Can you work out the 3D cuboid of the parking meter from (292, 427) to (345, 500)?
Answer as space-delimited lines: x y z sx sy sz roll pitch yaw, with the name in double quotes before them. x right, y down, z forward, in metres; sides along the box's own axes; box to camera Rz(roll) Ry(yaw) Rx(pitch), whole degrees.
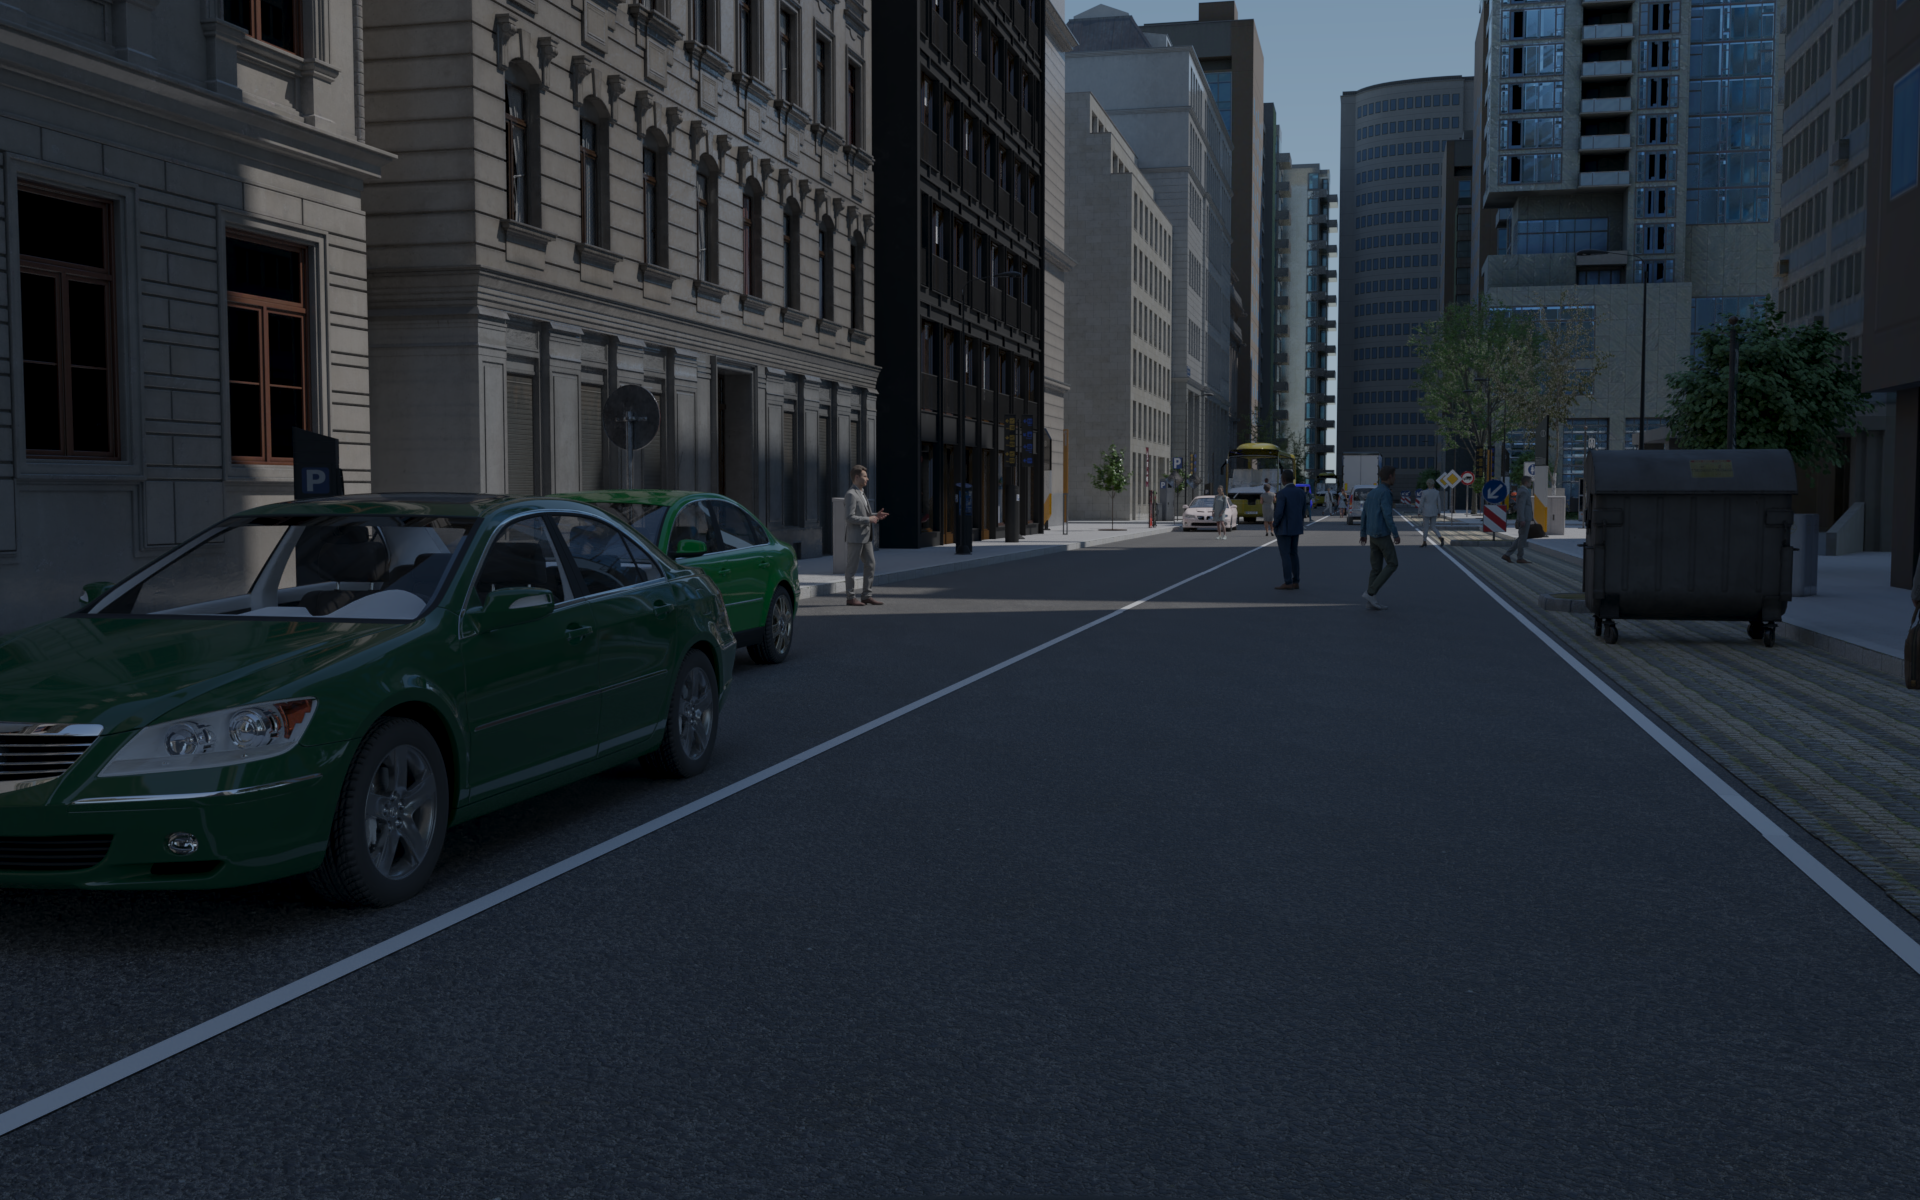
"parking meter" -5.605 -0.579 15.175 0.399 1.863 0.255 -1 4 -13

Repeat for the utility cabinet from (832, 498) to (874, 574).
"utility cabinet" -1.727 -1.044 28.235 0.306 1.237 1.020 1 4 21

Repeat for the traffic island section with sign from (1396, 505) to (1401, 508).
"traffic island section with sign" 45.537 -10.279 176.688 1.989 1.847 2.006 1 4 13

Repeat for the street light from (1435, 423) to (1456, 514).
"street light" 31.932 -8.640 113.802 1.470 5.913 1.316 1 4 13

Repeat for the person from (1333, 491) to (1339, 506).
"person" 37.620 -10.011 172.900 1.217 1.735 0.721 -2 4 -28

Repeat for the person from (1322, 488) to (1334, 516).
"person" 24.161 -6.441 113.695 0.514 1.842 0.818 -3 5 -43

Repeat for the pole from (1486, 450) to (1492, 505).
"pole" 24.367 -5.254 79.743 0.158 3.312 0.155 0 3 0

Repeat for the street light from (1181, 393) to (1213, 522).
"street light" 10.989 -6.577 80.075 1.470 5.913 1.316 1 4 13

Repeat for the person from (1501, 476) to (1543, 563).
"person" 11.619 -1.654 35.669 0.853 1.813 0.709 0 4 8

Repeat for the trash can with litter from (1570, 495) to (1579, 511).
"trash can with litter" 30.713 -4.684 87.636 2.233 1.210 1.678 1 4 20

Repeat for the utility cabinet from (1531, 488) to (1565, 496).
"utility cabinet" 22.327 -3.494 65.811 1.173 1.500 0.318 0 4 -1

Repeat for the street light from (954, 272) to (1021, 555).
"street light" 0.592 -3.907 36.422 1.470 5.913 1.316 1 4 13

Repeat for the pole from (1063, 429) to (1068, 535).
"pole" 3.321 -3.710 54.504 0.158 3.312 0.155 0 3 0

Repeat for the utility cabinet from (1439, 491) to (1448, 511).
"utility cabinet" 36.021 -7.361 129.032 0.318 1.500 1.173 0 4 -2

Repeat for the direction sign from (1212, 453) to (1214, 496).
"direction sign" 13.843 -6.287 94.796 0.379 3.537 0.876 0 4 6

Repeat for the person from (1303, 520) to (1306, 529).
"person" 13.787 -3.676 70.405 0.589 1.601 0.330 0 4 -5

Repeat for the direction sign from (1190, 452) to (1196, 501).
"direction sign" 12.591 -6.216 93.633 0.379 3.537 0.876 2 4 29

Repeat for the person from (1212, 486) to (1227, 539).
"person" 8.257 -2.780 54.955 0.512 1.701 0.522 2 4 31

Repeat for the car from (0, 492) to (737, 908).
"car" -2.506 0.253 7.656 2.131 1.459 4.920 1 4 13

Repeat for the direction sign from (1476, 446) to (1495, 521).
"direction sign" 24.765 -5.487 81.711 0.876 3.537 0.379 2 4 32

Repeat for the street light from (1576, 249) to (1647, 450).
"street light" 12.380 -3.690 32.881 1.470 5.913 1.316 1 4 13

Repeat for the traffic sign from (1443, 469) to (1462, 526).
"traffic sign" 19.863 -4.053 69.903 0.795 2.450 0.064 1 4 13

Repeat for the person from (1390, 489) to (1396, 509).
"person" 31.875 -7.324 128.234 0.794 1.824 0.713 -2 4 -24

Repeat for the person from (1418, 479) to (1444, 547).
"person" 12.604 -2.318 46.285 0.514 1.842 0.818 -2 4 -29

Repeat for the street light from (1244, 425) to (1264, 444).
"street light" 19.759 -8.833 116.955 1.470 5.913 1.316 1 4 13

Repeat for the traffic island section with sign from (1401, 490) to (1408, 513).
"traffic island section with sign" 33.932 -7.324 128.376 1.989 1.847 2.006 1 4 13

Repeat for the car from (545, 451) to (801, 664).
"car" -2.661 -0.287 13.497 1.959 1.807 4.718 1 4 13

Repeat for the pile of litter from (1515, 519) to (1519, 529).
"pile of litter" 20.885 -3.014 63.251 1.719 0.858 1.176 -3 5 -43

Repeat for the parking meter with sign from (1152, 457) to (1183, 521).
"parking meter with sign" 9.756 -5.226 81.710 1.738 3.016 0.543 -3 5 -45

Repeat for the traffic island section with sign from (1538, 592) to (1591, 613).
"traffic island section with sign" 8.241 -0.780 21.385 1.989 1.847 2.006 1 4 13

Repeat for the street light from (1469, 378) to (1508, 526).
"street light" 21.281 -5.931 69.516 1.470 5.913 1.316 1 4 13

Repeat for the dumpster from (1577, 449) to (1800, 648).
"dumpster" 6.980 -0.519 16.708 1.865 1.857 1.264 1 4 15

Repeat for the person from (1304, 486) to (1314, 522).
"person" 17.585 -4.854 87.842 0.713 1.824 0.794 -1 4 -21

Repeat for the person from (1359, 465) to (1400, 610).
"person" 5.166 -0.767 21.391 0.444 1.785 0.601 0 4 -7

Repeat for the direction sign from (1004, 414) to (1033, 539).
"direction sign" 1.666 -3.497 49.178 0.876 3.537 0.379 -1 4 -20

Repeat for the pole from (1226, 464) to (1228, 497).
"pole" 18.396 -7.673 119.302 0.158 3.312 0.155 0 3 0

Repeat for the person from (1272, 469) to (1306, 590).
"person" 4.946 -1.058 25.973 0.721 1.800 0.419 -3 5 -43

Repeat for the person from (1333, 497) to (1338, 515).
"person" 25.818 -6.484 119.190 0.332 1.250 0.352 -1 4 -14

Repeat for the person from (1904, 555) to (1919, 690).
"person" 4.884 0.027 8.185 0.709 1.813 0.853 1 4 20

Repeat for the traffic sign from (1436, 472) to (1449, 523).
"traffic sign" 21.728 -4.528 77.668 0.795 2.450 0.064 1 4 13

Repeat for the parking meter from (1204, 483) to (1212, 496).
"parking meter" 12.793 -5.117 89.367 0.399 1.863 0.255 3 5 41

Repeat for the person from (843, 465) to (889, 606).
"person" -1.219 -0.825 22.194 0.583 1.804 0.606 1 4 10

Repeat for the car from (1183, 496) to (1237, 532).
"car" 9.766 -3.368 67.435 2.083 1.381 4.827 1 4 13

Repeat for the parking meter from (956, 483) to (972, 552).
"parking meter" 0.087 -1.815 38.086 0.372 1.533 0.369 0 3 0

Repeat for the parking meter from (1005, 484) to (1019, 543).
"parking meter" 1.375 -2.287 45.797 0.372 1.533 0.369 0 3 0

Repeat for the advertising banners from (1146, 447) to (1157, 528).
"advertising banners" 7.200 -4.227 65.304 0.090 3.025 2.074 1 4 18

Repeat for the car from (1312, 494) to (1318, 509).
"car" 34.276 -9.808 170.582 2.015 1.641 3.980 1 4 13

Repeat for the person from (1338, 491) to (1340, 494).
"person" 38.260 -10.101 174.469 0.721 1.723 1.217 0 4 -6

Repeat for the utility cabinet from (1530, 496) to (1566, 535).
"utility cabinet" 18.385 -2.632 54.195 1.020 1.237 0.306 2 4 24

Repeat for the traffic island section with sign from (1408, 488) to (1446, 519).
"traffic island section with sign" 27.513 -5.690 101.658 1.989 1.847 2.006 1 4 13

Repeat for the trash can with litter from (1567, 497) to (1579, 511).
"trash can with litter" 36.037 -5.528 101.772 1.055 1.170 0.624 0 4 7

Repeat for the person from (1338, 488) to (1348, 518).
"person" 22.844 -5.793 103.312 0.616 1.811 0.778 1 4 17

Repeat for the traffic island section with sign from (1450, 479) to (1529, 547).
"traffic island section with sign" 14.537 -2.385 47.625 1.989 1.847 2.006 1 4 13

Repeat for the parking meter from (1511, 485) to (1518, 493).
"parking meter" 36.303 -6.587 113.413 0.399 1.863 0.255 0 4 5

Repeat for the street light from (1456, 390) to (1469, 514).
"street light" 23.112 -6.410 77.338 1.470 5.913 1.316 1 4 13

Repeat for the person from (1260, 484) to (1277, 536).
"person" 10.568 -3.066 58.988 0.716 1.782 0.532 0 4 3

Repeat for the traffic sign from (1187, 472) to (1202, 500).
"traffic sign" 10.847 -4.688 80.293 0.795 2.450 0.064 1 4 13
